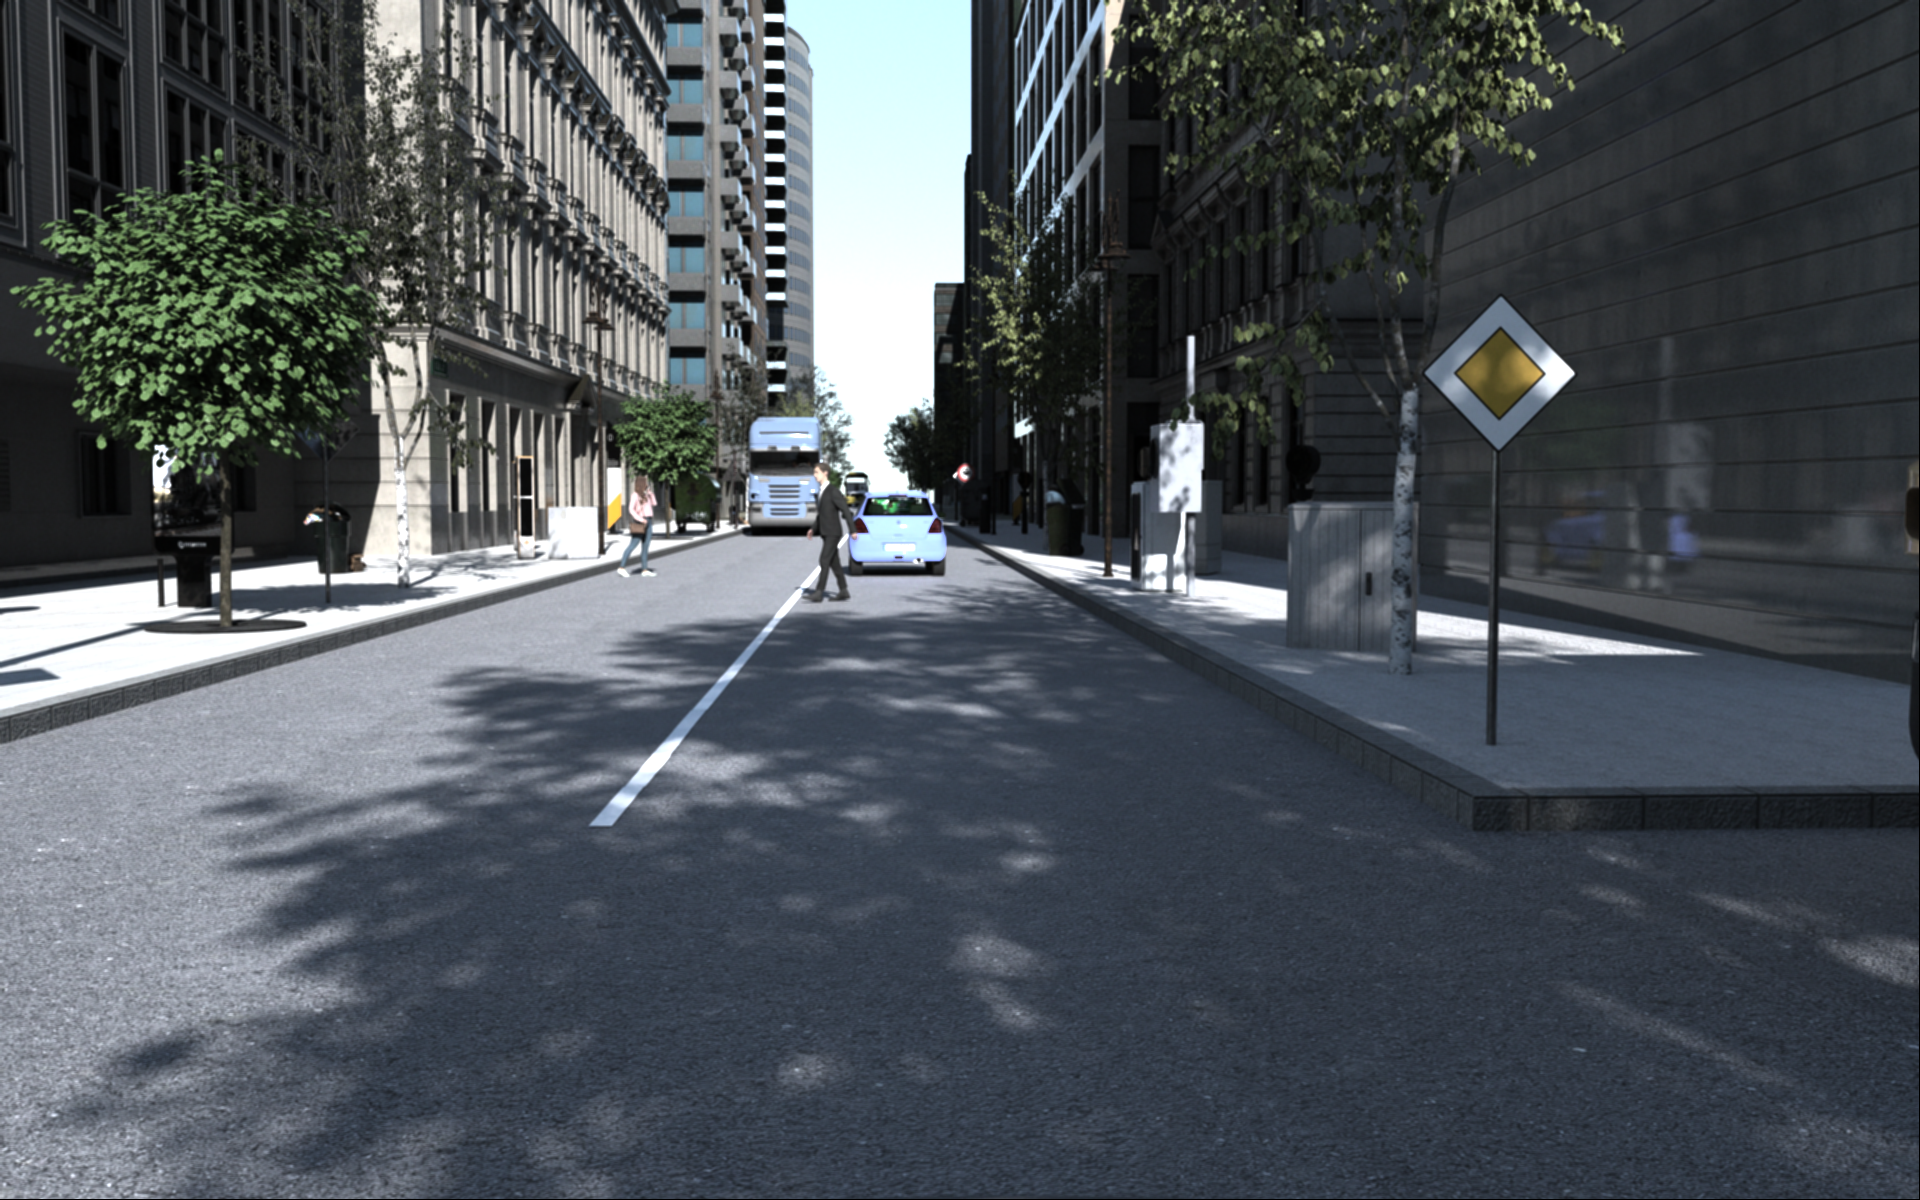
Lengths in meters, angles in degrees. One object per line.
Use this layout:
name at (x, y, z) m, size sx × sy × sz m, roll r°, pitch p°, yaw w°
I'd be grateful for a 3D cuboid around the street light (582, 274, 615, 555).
street light at (-7.589, -3.897, 36.500) m, size 0.468 × 5.910 × 1.993 m, roll 0°, pitch 4°, yaw -3°

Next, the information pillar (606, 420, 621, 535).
information pillar at (-10.919, -3.870, 54.629) m, size 0.504 × 3.616 × 0.183 m, roll 2°, pitch 4°, yaw 28°

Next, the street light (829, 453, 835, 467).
street light at (-14.784, -13.687, 196.565) m, size 0.468 × 5.910 × 1.993 m, roll 0°, pitch 4°, yaw -3°

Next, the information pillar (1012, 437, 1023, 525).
information pillar at (2.365, -4.877, 71.090) m, size 0.504 × 3.616 × 0.183 m, roll 3°, pitch 5°, yaw 44°

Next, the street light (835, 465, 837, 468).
street light at (-16.096, -15.421, 224.926) m, size 0.468 × 5.910 × 1.993 m, roll 0°, pitch 4°, yaw -3°

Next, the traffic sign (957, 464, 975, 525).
traffic sign at (0.267, -4.426, 72.469) m, size 0.768 × 2.556 × 0.104 m, roll 0°, pitch 4°, yaw 4°

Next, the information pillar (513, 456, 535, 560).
information pillar at (-8.521, -1.800, 33.930) m, size 0.304 × 2.012 × 0.304 m, roll -2°, pitch 4°, yaw -23°

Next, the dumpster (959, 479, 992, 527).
dumpster at (0.608, -3.821, 68.226) m, size 1.264 × 1.857 × 1.865 m, roll 0°, pitch 4°, yaw -2°

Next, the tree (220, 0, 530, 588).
tree at (-7.654, -4.457, 23.238) m, size 4.360 × 8.622 × 3.978 m, roll 0°, pitch 3°, yaw 0°

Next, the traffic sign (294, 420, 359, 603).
traffic sign at (-7.429, -1.170, 20.307) m, size 0.795 × 2.450 × 0.064 m, roll 0°, pitch 4°, yaw 3°

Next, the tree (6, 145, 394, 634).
tree at (-7.086, -1.999, 16.402) m, size 4.285 × 4.588 × 4.351 m, roll 0°, pitch 3°, yaw 0°

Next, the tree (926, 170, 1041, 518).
tree at (2.103, -5.439, 39.294) m, size 4.737 × 8.622 × 4.395 m, roll 0°, pitch 3°, yaw 0°

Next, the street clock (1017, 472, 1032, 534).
street clock at (2.089, -3.137, 55.862) m, size 0.471 × 2.002 × 0.358 m, roll 0°, pitch 4°, yaw 5°

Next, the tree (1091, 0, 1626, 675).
tree at (3.085, -3.790, 12.336) m, size 4.737 × 8.622 × 4.395 m, roll 0°, pitch 3°, yaw 0°

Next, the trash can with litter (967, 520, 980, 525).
trash can with litter at (0.620, -3.658, 71.198) m, size 0.624 × 1.170 × 1.055 m, roll -1°, pitch 4°, yaw -19°

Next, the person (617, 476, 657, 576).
person at (-5.630, -1.289, 30.172) m, size 0.643 × 1.750 × 0.593 m, roll 1°, pitch 4°, yaw 18°

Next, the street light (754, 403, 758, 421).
street light at (-9.961, -6.900, 85.600) m, size 0.468 × 5.910 × 1.993 m, roll 0°, pitch 4°, yaw -3°

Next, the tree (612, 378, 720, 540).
tree at (-8.287, -4.006, 49.219) m, size 4.285 × 4.588 × 4.351 m, roll 0°, pitch 3°, yaw 0°

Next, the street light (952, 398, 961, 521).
street light at (-0.174, -6.771, 83.500) m, size 0.468 × 5.910 × 1.993 m, roll 0°, pitch 4°, yaw -3°

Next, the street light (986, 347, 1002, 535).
street light at (1.070, -5.005, 54.614) m, size 0.468 × 5.910 × 1.993 m, roll 0°, pitch 4°, yaw -3°

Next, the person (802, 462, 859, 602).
person at (-1.792, -0.900, 22.999) m, size 0.755 × 1.850 × 0.659 m, roll -2°, pitch 4°, yaw -26°

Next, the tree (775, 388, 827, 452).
tree at (-11.668, -10.417, 120.672) m, size 4.737 × 8.622 × 4.395 m, roll 0°, pitch 3°, yaw 0°

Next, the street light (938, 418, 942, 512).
street light at (-1.135, -7.983, 103.314) m, size 0.468 × 5.910 × 1.993 m, roll 0°, pitch 4°, yaw -3°

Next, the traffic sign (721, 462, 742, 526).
traffic sign at (-9.307, -4.317, 70.585) m, size 0.884 × 2.594 × 0.081 m, roll 0°, pitch 4°, yaw 5°

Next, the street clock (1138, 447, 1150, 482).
street clock at (2.930, -1.358, 26.771) m, size 0.358 × 2.002 × 0.471 m, roll -1°, pitch 4°, yaw -15°

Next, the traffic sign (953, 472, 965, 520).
traffic sign at (0.092, -4.387, 72.916) m, size 0.795 × 2.450 × 0.064 m, roll 0°, pitch 4°, yaw 1°

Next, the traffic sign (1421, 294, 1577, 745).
traffic sign at (2.715, -0.315, 8.795) m, size 0.795 × 2.450 × 0.064 m, roll 0°, pitch 4°, yaw -3°

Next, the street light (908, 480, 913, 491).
street light at (-7.211, -16.520, 242.891) m, size 0.468 × 5.910 × 1.993 m, roll 0°, pitch 4°, yaw -3°

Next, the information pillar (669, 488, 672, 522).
information pillar at (-13.534, -5.418, 79.946) m, size 0.183 × 3.616 × 0.504 m, roll 1°, pitch 4°, yaw 19°

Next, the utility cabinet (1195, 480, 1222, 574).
utility cabinet at (3.937, -1.170, 27.812) m, size 0.318 × 1.500 × 1.173 m, roll 1°, pitch 4°, yaw 20°

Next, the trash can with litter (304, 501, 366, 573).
trash can with litter at (-10.163, -1.031, 28.245) m, size 0.624 × 1.170 × 1.055 m, roll 0°, pitch 4°, yaw 7°

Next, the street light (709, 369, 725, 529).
street light at (-8.976, -5.582, 64.061) m, size 0.468 × 5.910 × 1.993 m, roll 0°, pitch 4°, yaw -3°

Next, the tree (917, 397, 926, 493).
tree at (2.173, -5.795, 45.111) m, size 4.737 × 8.622 × 4.395 m, roll 0°, pitch 3°, yaw 0°

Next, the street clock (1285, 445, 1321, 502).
street clock at (5.056, -1.284, 25.570) m, size 0.358 × 2.002 × 0.471 m, roll -3°, pitch 5°, yaw -45°

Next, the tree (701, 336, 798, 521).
tree at (-9.978, -7.969, 80.654) m, size 4.360 × 8.622 × 3.978 m, roll 0°, pitch 3°, yaw 0°

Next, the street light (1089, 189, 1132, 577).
street light at (2.296, -3.295, 26.667) m, size 0.468 × 5.910 × 1.993 m, roll 0°, pitch 4°, yaw -3°

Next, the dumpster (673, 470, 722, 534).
dumpster at (-8.684, -3.336, 57.039) m, size 1.502 × 2.255 × 1.985 m, roll 0°, pitch 4°, yaw -2°

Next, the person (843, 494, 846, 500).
person at (-10.544, -8.869, 156.759) m, size 0.557 × 1.426 × 1.065 m, roll 1°, pitch 4°, yaw 22°

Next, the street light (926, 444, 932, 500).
street light at (-2.355, -9.743, 132.081) m, size 0.468 × 5.910 × 1.993 m, roll 0°, pitch 4°, yaw -3°

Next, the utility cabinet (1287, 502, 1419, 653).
utility cabinet at (3.225, -0.190, 14.274) m, size 1.020 × 1.237 × 0.306 m, roll 2°, pitch 4°, yaw 31°
